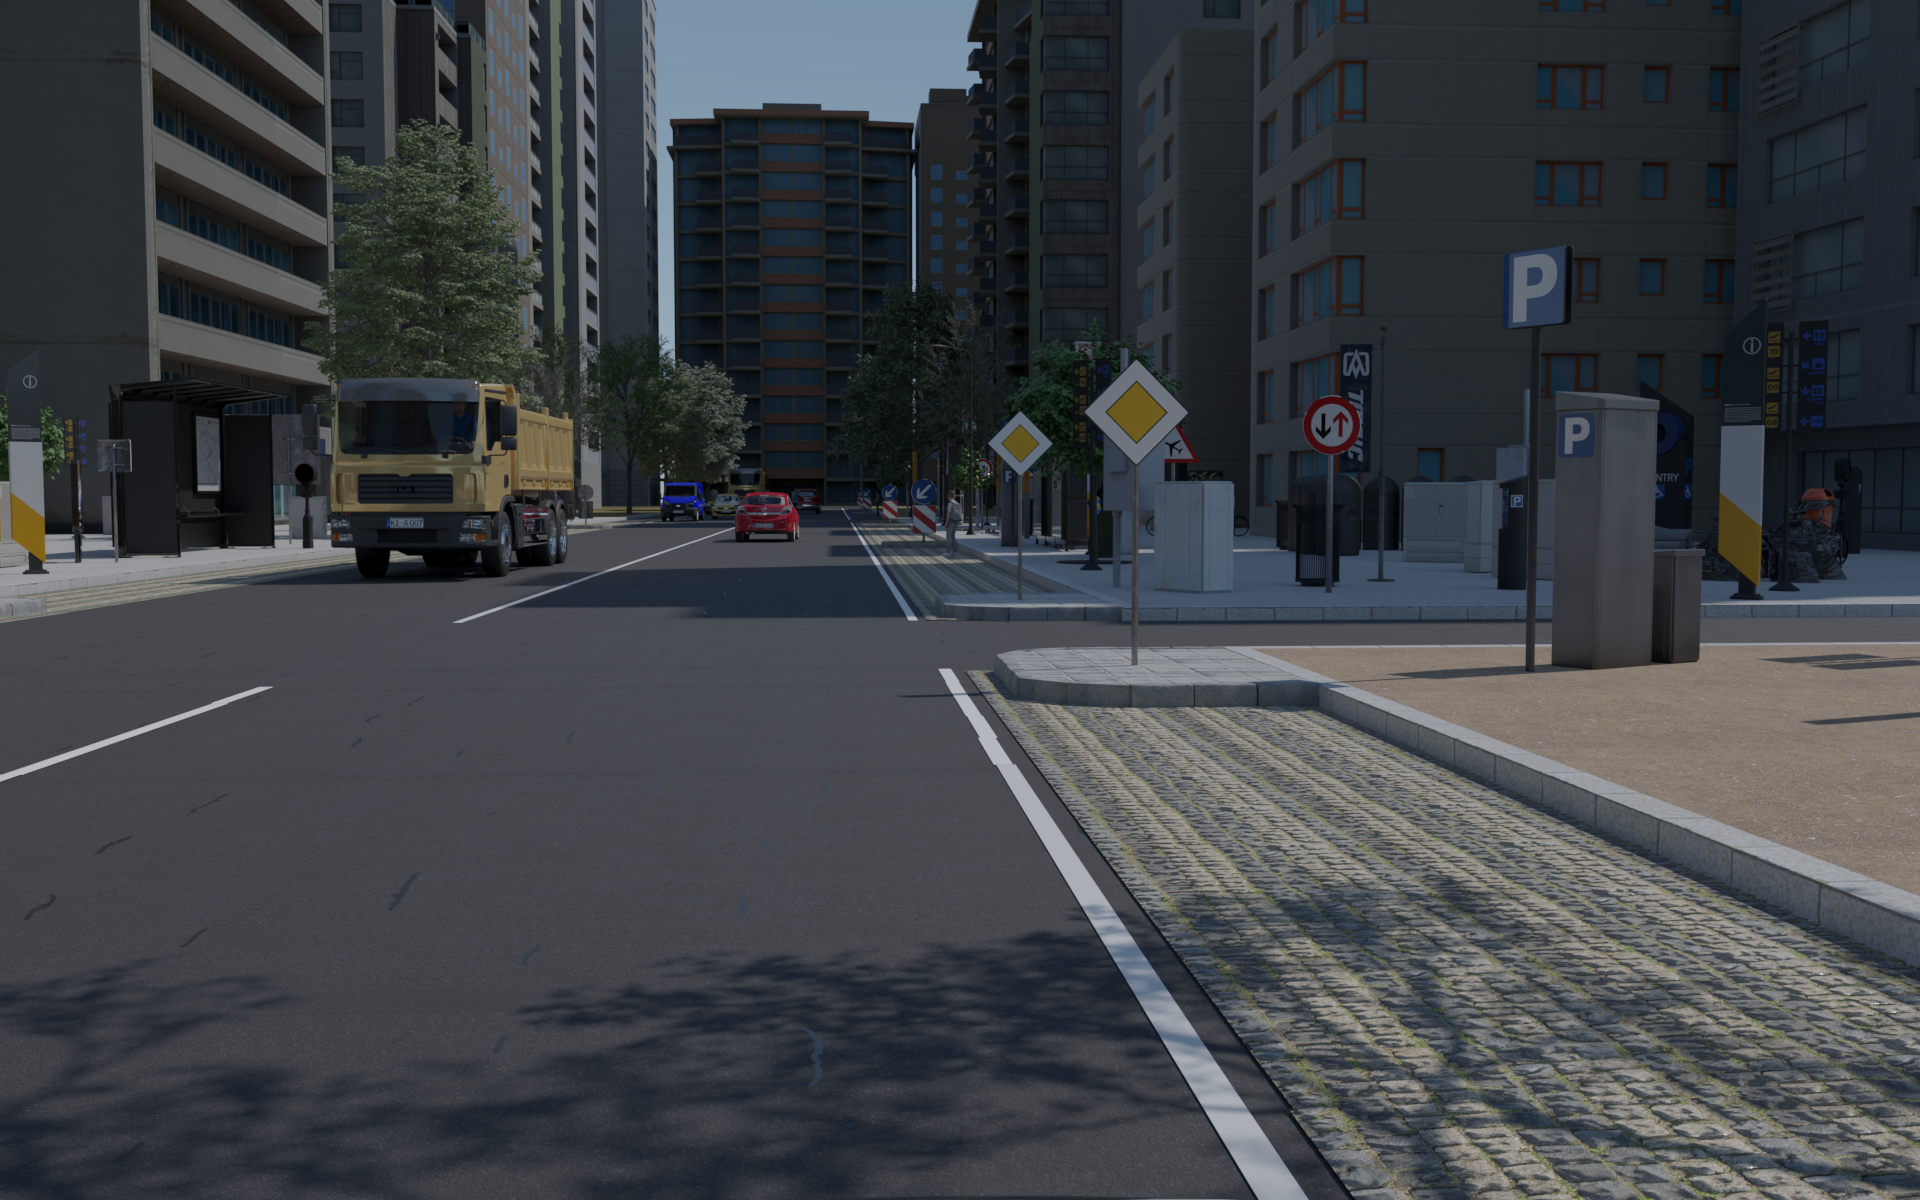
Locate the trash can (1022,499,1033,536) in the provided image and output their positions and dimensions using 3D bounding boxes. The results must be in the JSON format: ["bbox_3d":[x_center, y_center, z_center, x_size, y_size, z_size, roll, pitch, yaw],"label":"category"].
[{"bbox_3d":[2.009,-2.558,53.477,0.748,1.137,0.748,0,3,0],"label":"trash can"}]

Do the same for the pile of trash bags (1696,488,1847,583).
[{"bbox_3d":[12.598,-1.024,26.488,1.912,1.369,3.447,3,5,44],"label":"pile of trash bags"}]

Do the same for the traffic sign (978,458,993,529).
[{"bbox_3d":[0.789,-3.766,61.678,0.768,2.556,0.104,0,4,4],"label":"traffic sign"}]

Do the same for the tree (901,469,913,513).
[{"bbox_3d":[-3.104,-7.631,119.366,1.663,3.219,1.824,0,3,0],"label":"tree"}]

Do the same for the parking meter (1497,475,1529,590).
[{"bbox_3d":[7.428,-0.909,23.270,0.372,1.533,0.369,0,3,0],"label":"parking meter"}]

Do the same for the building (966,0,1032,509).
[{"bbox_3d":[12.026,-30.282,149.731,22.147,44.769,28.867,0,4,-4],"label":"building"}]

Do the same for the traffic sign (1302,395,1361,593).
[{"bbox_3d":[4.794,-1.366,22.437,0.768,2.556,0.104,0,4,-4],"label":"traffic sign"}]

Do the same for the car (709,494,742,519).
[{"bbox_3d":[-13.333,-5.453,99.382,2.015,1.641,3.980,0,4,-5],"label":"car"}]

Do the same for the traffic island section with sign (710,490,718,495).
[{"bbox_3d":[-21.183,-8.630,149.726,1.989,1.847,2.006,0,4,-4],"label":"traffic island section with sign"}]

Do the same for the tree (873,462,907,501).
[{"bbox_3d":[-6.268,-10.526,155.806,4.285,4.588,4.351,0,3,0],"label":"tree"}]

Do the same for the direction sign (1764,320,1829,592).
[{"bbox_3d":[10.929,-1.887,22.857,0.876,3.537,0.379,2,4,35],"label":"direction sign"}]

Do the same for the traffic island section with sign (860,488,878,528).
[{"bbox_3d":[-3.101,-3.965,73.458,1.989,1.847,2.006,0,4,-4],"label":"traffic island section with sign"}]

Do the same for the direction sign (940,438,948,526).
[{"bbox_3d":[-0.615,-4.771,69.996,0.379,3.537,0.876,1,4,17],"label":"direction sign"}]

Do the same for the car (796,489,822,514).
[{"bbox_3d":[-11.165,-7.172,125.938,2.281,1.827,5.304,0,4,-6],"label":"car"}]

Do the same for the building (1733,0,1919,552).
[{"bbox_3d":[27.347,-21.650,37.568,14.086,41.232,14.154,0,4,-4],"label":"building"}]

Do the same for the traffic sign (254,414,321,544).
[{"bbox_3d":[-17.474,-3.083,44.284,2.265,3.308,0.079,0,4,2],"label":"traffic sign"}]

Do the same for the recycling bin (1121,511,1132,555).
[{"bbox_3d":[3.416,-1.487,36.860,0.722,1.027,0.722,0,4,2],"label":"recycling bin"}]

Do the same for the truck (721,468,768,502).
[{"bbox_3d":[-16.291,-8.344,132.346,3.469,3.379,9.791,0,4,-5],"label":"truck"}]

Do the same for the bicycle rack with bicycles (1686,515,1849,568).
[{"bbox_3d":[14.429,-1.055,30.639,2.925,0.926,2.852,-1,4,-13],"label":"bicycle rack with bicycles"}]

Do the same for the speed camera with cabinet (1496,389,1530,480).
[{"bbox_3d":[10.960,-2.391,33.433,0.660,3.252,2.038,3,4,37],"label":"speed camera with cabinet"}]

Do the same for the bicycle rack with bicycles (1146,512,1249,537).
[{"bbox_3d":[7.413,-2.415,52.874,2.925,0.926,2.852,2,4,24],"label":"bicycle rack with bicycles"}]

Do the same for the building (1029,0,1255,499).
[{"bbox_3d":[11.040,-20.559,107.840,14.160,30.474,14.107,0,4,-4],"label":"building"}]

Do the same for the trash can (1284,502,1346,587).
[{"bbox_3d":[4.983,-0.762,24.119,0.748,1.137,0.748,0,3,0],"label":"trash can"}]

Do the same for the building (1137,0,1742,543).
[{"bbox_3d":[22.374,-13.158,60.172,27.650,21.520,28.899,0,4,-4],"label":"building"}]

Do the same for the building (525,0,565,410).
[{"bbox_3d":[-37.646,-27.235,128.893,14.154,41.232,14.086,0,4,-4],"label":"building"}]

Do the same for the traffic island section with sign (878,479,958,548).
[{"bbox_3d":[-1.109,-2.303,46.274,1.989,1.847,2.006,0,4,-4],"label":"traffic island section with sign"}]

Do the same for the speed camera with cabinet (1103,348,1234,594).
[{"bbox_3d":[2.773,-1.761,23.125,0.660,3.252,2.038,-2,4,-34],"label":"speed camera with cabinet"}]

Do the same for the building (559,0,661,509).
[{"bbox_3d":[-48.236,-39.857,193.655,28.212,58.520,21.231,0,4,-4],"label":"building"}]

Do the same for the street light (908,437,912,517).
[{"bbox_3d":[-3.256,-7.545,95.908,1.470,5.913,1.316,0,4,-4],"label":"street light"}]

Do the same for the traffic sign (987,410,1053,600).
[{"bbox_3d":[0.723,-1.055,20.888,0.795,2.450,0.064,0,4,-4],"label":"traffic sign"}]

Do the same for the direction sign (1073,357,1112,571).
[{"bbox_3d":[2.214,-2.270,29.119,0.379,3.537,0.876,-3,5,-41],"label":"direction sign"}]

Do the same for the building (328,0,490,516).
[{"bbox_3d":[-35.769,-20.115,100.588,14.160,30.474,14.107,0,4,-4],"label":"building"}]

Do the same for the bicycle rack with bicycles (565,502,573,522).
[{"bbox_3d":[-19.173,-4.080,80.088,2.852,0.926,2.925,-1,4,-18],"label":"bicycle rack with bicycles"}]

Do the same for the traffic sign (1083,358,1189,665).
[{"bbox_3d":[1.306,-0.568,12.924,0.795,2.450,0.064,0,4,-4],"label":"traffic sign"}]

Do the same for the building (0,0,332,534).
[{"bbox_3d":[-37.274,-26.921,63.858,21.300,48.544,21.600,0,4,-4],"label":"building"}]

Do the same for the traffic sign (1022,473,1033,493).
[{"bbox_3d":[2.154,-3.557,58.164,0.884,2.594,0.081,0,4,1],"label":"traffic sign"}]

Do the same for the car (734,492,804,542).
[{"bbox_3d":[-5.904,-2.703,53.228,2.155,1.783,4.494,0,4,-3],"label":"car"}]

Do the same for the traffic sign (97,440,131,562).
[{"bbox_3d":[-15.857,-1.858,32.501,0.606,2.300,0.079,0,4,-2],"label":"traffic sign"}]

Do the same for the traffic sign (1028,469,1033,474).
[{"bbox_3d":[2.239,-2.977,48.780,0.768,2.556,0.104,0,4,2],"label":"traffic sign"}]

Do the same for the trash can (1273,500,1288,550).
[{"bbox_3d":[7.574,-1.721,39.784,0.748,1.137,0.748,0,3,0],"label":"trash can"}]

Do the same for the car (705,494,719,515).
[{"bbox_3d":[-16.683,-6.752,120.186,2.009,1.686,4.222,0,4,-2],"label":"car"}]

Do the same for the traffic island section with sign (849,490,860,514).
[{"bbox_3d":[-6.738,-7.005,123.156,1.989,1.847,2.006,0,4,-4],"label":"traffic island section with sign"}]

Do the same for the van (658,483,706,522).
[{"bbox_3d":[-14.644,-5.337,91.636,2.240,2.365,5.245,0,4,-3],"label":"van"}]

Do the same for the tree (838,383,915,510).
[{"bbox_3d":[-6.125,-13.234,142.131,9.928,11.665,9.643,0,3,0],"label":"tree"}]

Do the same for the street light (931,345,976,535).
[{"bbox_3d":[-0.202,-4.986,54.056,1.470,5.913,1.316,0,4,-4],"label":"street light"}]

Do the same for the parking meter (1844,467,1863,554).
[{"bbox_3d":[19.142,-1.921,37.126,0.255,1.863,0.399,3,5,44],"label":"parking meter"}]

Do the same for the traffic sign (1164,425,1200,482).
[{"bbox_3d":[3.629,-1.804,29.500,0.884,2.594,0.081,0,4,5],"label":"traffic sign"}]

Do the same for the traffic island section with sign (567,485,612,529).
[{"bbox_3d":[-15.451,-3.845,71.486,1.989,1.847,2.006,0,4,-4],"label":"traffic island section with sign"}]

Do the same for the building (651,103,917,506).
[{"bbox_3d":[-19.623,-33.176,197.053,28.867,44.769,22.147,0,4,-4],"label":"building"}]

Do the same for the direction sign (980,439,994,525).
[{"bbox_3d":[1.111,-4.831,70.987,0.379,3.537,0.876,3,5,41],"label":"direction sign"}]

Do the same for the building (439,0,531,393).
[{"bbox_3d":[-36.875,-28.413,114.671,14.600,45.320,14.200,0,4,-4],"label":"building"}]

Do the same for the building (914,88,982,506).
[{"bbox_3d":[2.344,-33.330,195.055,14.200,45.320,14.600,0,4,-4],"label":"building"}]

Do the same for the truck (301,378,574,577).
[{"bbox_3d":[-9.214,-2.208,32.021,3.469,3.379,9.791,0,4,-3],"label":"truck"}]

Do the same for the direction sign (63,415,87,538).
[{"bbox_3d":[-25.694,-3.570,50.372,0.379,3.537,0.876,1,4,12],"label":"direction sign"}]

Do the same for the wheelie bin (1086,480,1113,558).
[{"bbox_3d":[2.929,-1.657,34.995,0.693,1.594,0.980,1,4,9],"label":"wheelie bin"}]
